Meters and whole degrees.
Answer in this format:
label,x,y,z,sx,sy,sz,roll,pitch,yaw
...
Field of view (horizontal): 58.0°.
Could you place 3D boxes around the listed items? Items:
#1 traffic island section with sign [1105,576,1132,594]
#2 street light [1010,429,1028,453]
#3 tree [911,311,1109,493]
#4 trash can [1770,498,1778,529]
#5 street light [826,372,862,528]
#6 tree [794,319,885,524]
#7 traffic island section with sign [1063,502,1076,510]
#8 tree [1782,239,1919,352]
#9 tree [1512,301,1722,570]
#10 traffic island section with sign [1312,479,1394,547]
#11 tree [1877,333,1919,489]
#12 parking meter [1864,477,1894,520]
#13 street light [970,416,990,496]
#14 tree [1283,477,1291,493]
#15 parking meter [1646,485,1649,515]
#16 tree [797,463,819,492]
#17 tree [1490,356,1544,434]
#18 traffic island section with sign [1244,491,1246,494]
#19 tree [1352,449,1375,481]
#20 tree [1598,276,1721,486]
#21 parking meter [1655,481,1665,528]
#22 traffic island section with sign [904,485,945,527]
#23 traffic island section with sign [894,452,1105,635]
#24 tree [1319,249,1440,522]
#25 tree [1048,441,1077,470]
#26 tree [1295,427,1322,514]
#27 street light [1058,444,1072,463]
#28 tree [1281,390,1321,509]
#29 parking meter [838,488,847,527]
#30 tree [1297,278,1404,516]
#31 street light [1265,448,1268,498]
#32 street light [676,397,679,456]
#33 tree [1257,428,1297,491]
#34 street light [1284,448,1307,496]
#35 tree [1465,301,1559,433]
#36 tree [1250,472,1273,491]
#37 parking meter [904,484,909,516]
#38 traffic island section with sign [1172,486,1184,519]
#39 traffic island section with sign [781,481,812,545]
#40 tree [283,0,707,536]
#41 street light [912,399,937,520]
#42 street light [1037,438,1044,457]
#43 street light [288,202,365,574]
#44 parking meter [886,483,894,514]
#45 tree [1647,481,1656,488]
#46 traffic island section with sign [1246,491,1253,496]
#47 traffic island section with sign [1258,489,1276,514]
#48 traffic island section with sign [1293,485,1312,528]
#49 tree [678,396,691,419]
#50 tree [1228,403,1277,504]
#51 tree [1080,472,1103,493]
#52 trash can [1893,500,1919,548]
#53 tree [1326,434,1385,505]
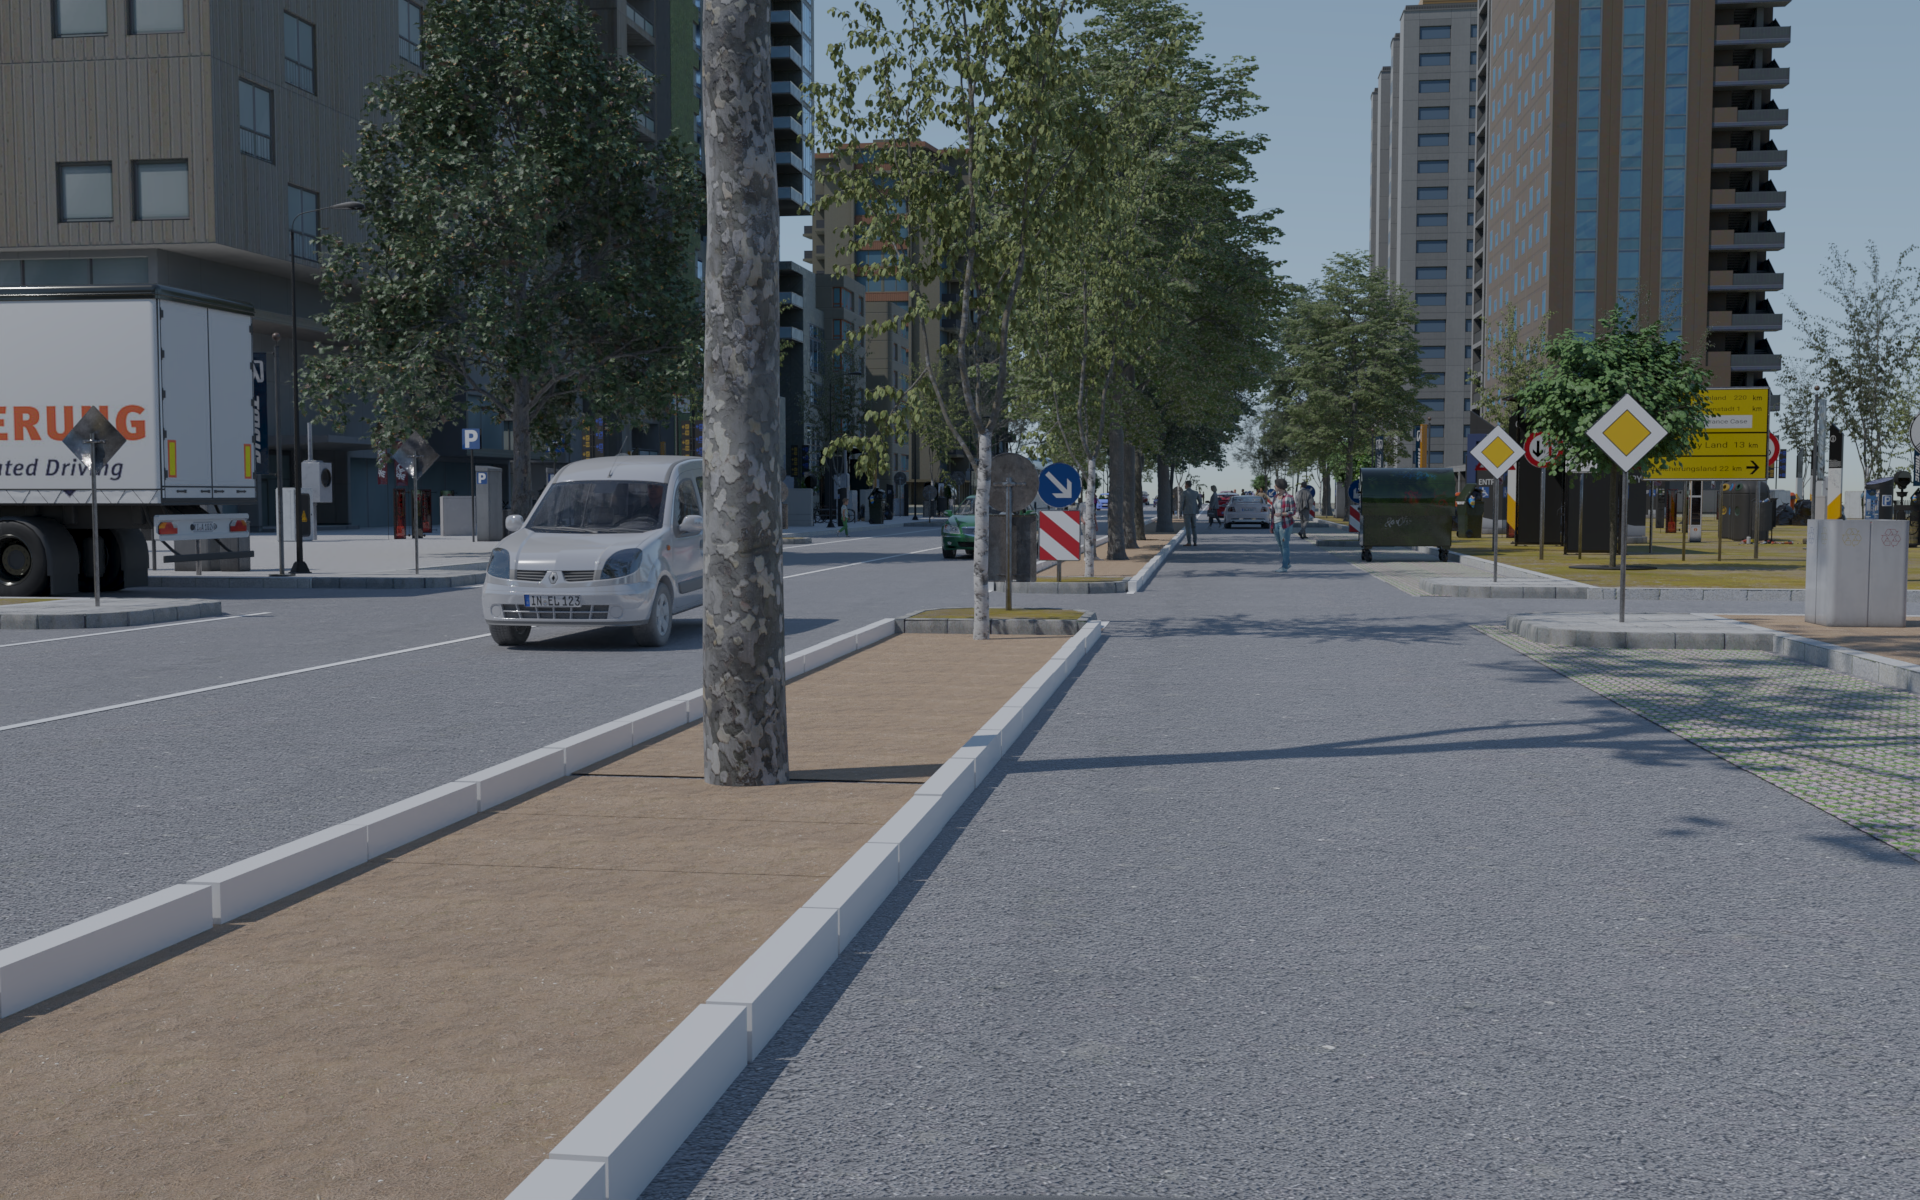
label,x,y,z,sx,sy,sz,roll,pitch,yaw
traffic island section with sign,1.541,-1.081,25.814,2.006,1.907,1.989,1,4,8
street light,4.092,-9.198,122.923,1.470,5.913,1.316,1,4,8
tree,1.570,-12.455,114.004,12.009,13.543,11.850,0,3,0
trash can,29.802,-3.198,63.938,0.748,1.137,0.748,0,3,0
street light,-4.409,-5.718,66.031,1.470,5.913,1.316,1,4,8
tree,-5.168,-7.522,73.341,4.360,8.622,3.978,0,3,0
traffic island section with sign,9.957,-8.844,153.232,1.989,1.847,2.006,1,4,8
tree,25.739,-6.057,49.400,4.360,8.622,3.978,0,3,0
tree,11.252,-2.818,29.786,4.285,4.588,4.351,0,3,0
traffic island section with sign,10.821,-2.381,47.565,1.989,1.847,2.006,1,4,8
tree,42.290,-7.670,75.762,4.737,8.622,4.395,0,3,0
parking meter,13.483,-1.041,25.432,0.372,1.533,0.369,0,3,0
street light,1.183,-8.016,103.603,1.470,5.913,1.316,1,4,8
tree,35.711,-11.998,190.773,1.663,3.219,1.824,0,3,0
parking meter,38.316,-5.551,96.475,0.399,1.863,0.255,2,4,31
tree,-8.288,-6.031,93.203,1.663,3.219,1.824,0,3,0
tree,29.891,-8.616,91.240,4.360,8.622,3.978,0,3,0
traffic island section with sign,34.224,-12.022,205.189,1.989,1.847,2.006,1,4,8
tree,17.091,-4.822,73.435,1.663,3.219,1.824,0,3,0
tree,23.618,-6.673,59.463,4.360,8.622,3.978,0,3,0
parking meter,26.210,-3.615,64.816,0.255,1.863,0.399,1,4,12
traffic island section with sign,-1.364,-4.182,76.998,1.989,1.847,2.006,1,4,8
traffic island section with sign,0.443,-0.633,18.489,2.006,1.907,1.989,1,4,8
tree,18.565,-9.945,80.728,7.486,12.596,7.792,0,3,0
tree,10.558,-13.918,177.914,4.360,8.622,3.978,0,3,0
tree,23.248,-9.869,111.717,4.737,8.622,4.395,0,3,0
street light,9.711,-11.541,161.232,1.470,5.913,1.316,1,4,8
tree,28.407,-12.857,144.627,7.601,10.594,8.767,1,4,19
parking meter,-4.656,-3.676,68.506,0.372,1.533,0.369,0,3,0
tree,21.609,-11.923,101.595,9.857,13.997,8.962,0,3,0
street light,31.533,-12.381,174.967,1.470,5.913,1.316,1,4,8
street light,-7.190,-4.568,47.222,1.470,5.913,1.316,1,4,8
tree,31.382,-13.450,170.266,4.360,8.622,3.978,0,3,0
street light,23.143,-8.920,118.388,1.470,5.913,1.316,1,4,8
tree,21.216,-7.029,65.292,4.737,8.622,4.395,0,3,0
tree,42.879,-16.031,245.816,4.285,4.588,4.351,0,3,0
parking meter,-3.118,-5.788,100.340,0.255,1.863,0.399,-1,4,-8
traffic island section with sign,12.574,-5.627,100.141,2.006,1.907,1.989,1,4,8
traffic island section with sign,-5.365,-2.537,50.113,1.989,1.847,2.006,1,4,8
tree,-9.249,-7.317,36.643,9.611,12.733,9.660,0,3,0
street light,-1.664,-6.869,84.845,1.470,5.913,1.316,1,4,8
street light,6.867,-10.348,141.733,1.470,5.913,1.316,1,4,8
street light,-10.143,-3.377,27.757,1.470,5.913,1.316,1,4,8
parking meter,-3.836,-5.477,95.266,0.399,1.863,0.255,0,4,8
tree,31.753,-8.041,81.828,4.737,8.622,4.395,0,3,0
traffic island section with sign,26.173,-8.702,150.912,1.989,1.847,2.006,1,4,8
traffic island section with sign,22.166,-7.053,123.948,1.989,1.847,2.006,1,4,8
traffic island section with sign,14.825,-4.034,74.592,1.989,1.847,2.006,1,4,8
tree,-7.381,-6.472,56.186,4.737,8.622,4.395,0,3,0
tree,39.684,-19.203,224.335,12.009,13.543,11.850,0,3,0
tree,16.151,-14.228,216.343,4.285,4.588,4.351,0,3,0
trash can,22.700,-1.825,41.496,0.748,1.137,0.748,0,3,0
tree,20.133,-6.360,87.707,4.285,4.588,4.351,0,3,0
